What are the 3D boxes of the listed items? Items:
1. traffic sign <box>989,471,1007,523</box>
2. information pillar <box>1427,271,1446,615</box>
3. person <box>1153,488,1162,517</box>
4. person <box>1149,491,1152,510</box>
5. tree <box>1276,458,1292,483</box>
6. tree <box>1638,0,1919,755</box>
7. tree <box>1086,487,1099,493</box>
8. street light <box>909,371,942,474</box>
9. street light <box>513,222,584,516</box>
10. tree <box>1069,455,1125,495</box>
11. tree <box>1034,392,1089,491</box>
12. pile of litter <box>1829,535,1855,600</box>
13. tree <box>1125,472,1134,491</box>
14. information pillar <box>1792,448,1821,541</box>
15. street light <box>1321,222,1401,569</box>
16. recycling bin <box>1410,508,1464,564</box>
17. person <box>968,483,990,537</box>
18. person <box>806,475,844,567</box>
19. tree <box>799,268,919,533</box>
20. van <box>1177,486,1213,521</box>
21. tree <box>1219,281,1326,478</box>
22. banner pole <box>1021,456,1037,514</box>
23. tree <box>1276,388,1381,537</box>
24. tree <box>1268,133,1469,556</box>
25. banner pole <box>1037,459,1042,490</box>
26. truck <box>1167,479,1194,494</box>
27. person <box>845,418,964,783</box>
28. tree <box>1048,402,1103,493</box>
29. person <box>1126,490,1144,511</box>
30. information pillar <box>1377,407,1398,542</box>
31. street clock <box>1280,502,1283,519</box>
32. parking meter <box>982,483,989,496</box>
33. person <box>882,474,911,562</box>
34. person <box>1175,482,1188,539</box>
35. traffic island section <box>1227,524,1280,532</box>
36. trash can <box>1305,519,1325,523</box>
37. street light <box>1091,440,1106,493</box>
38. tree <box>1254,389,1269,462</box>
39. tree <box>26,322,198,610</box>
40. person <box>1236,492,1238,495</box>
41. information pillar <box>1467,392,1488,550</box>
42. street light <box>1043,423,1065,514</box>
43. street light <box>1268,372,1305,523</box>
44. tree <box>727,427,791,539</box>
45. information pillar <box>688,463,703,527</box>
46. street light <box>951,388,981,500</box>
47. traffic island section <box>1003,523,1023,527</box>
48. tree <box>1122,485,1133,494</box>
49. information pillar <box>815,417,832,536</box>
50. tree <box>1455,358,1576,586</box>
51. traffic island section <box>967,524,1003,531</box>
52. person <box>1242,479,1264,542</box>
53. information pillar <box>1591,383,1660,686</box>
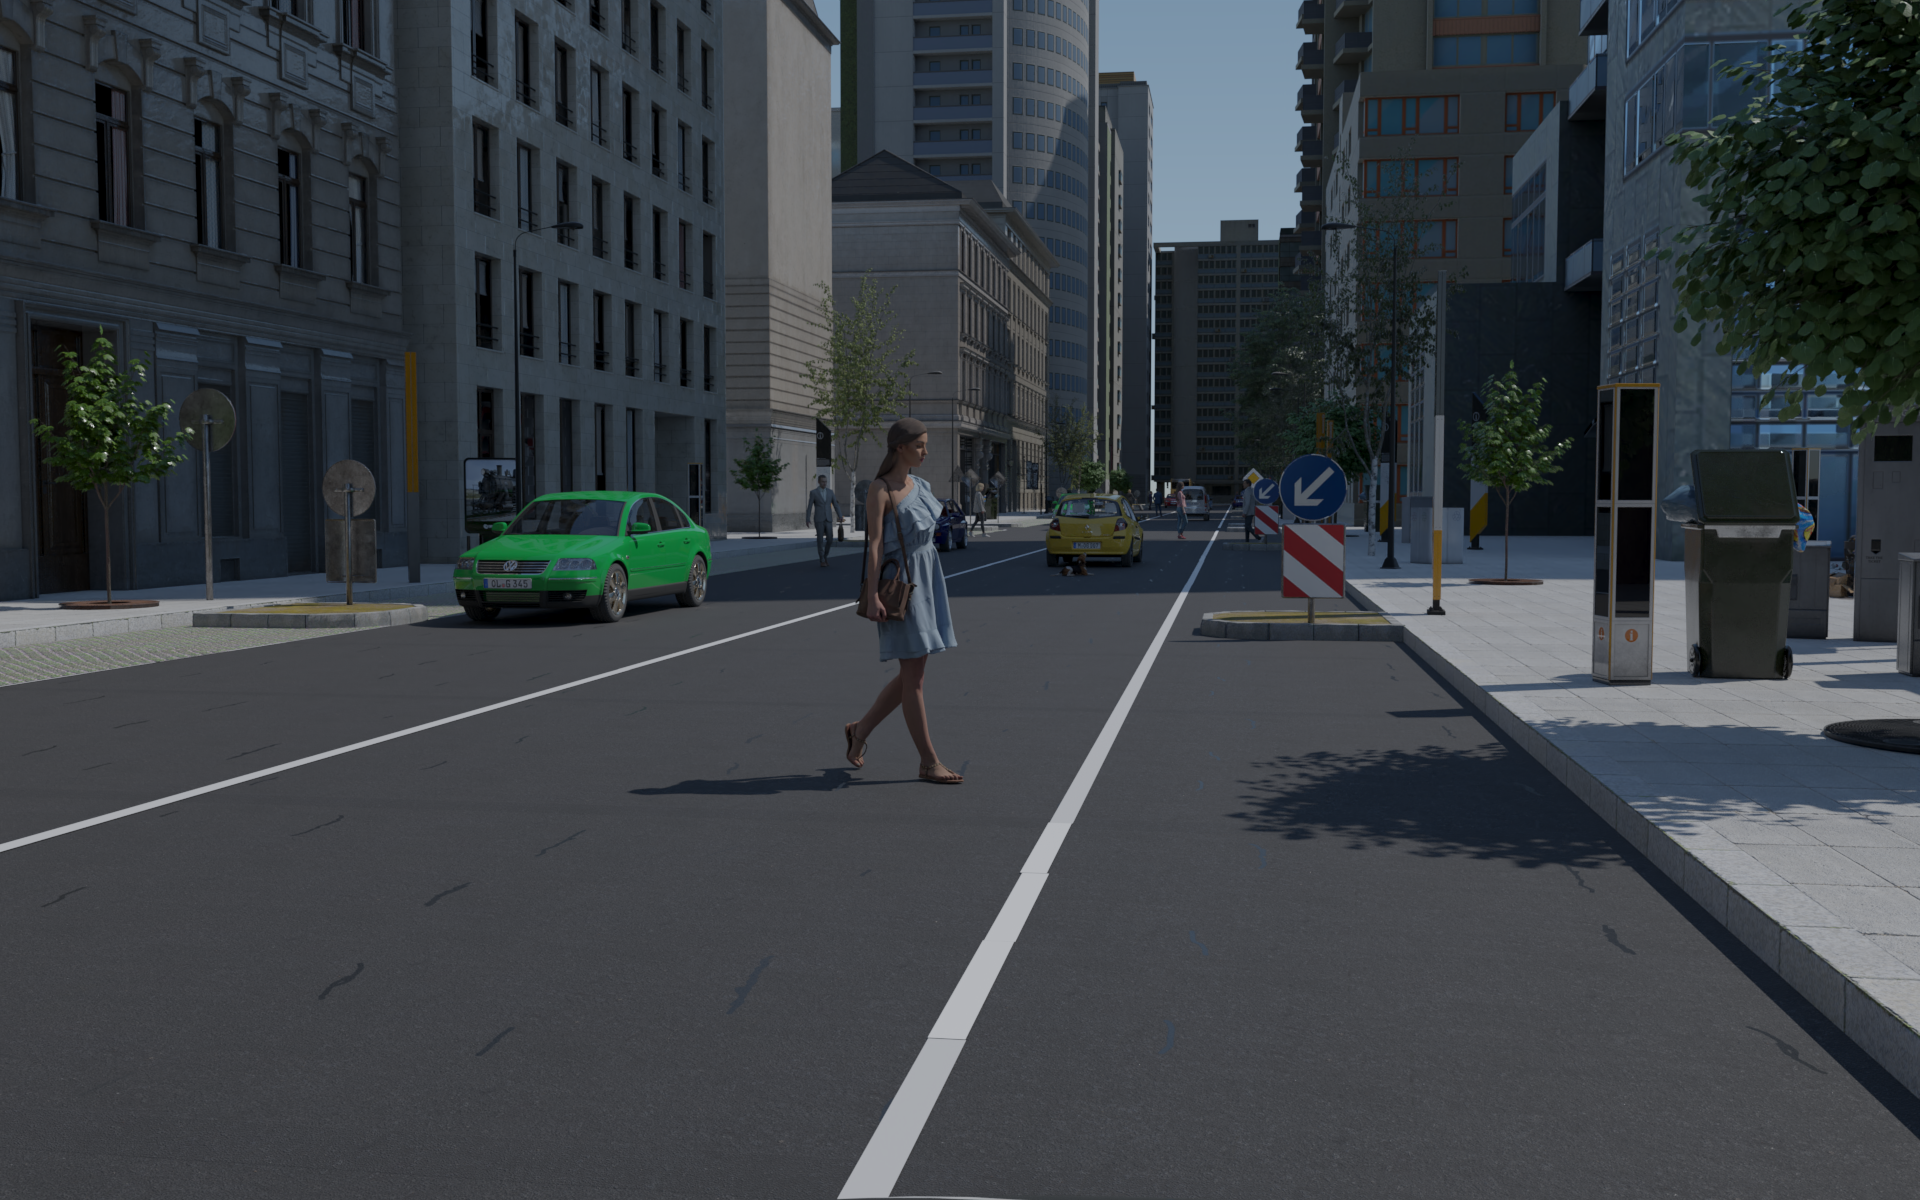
[{"bbox_3d":[1.676,-4.420,75.911,0.795,2.450,0.064,1,4,9],"label":"traffic sign"},{"bbox_3d":[5.102,-1.658,18.463,0.183,3.616,0.504,1,4,13],"label":"information pillar"},{"bbox_3d":[12.656,-6.236,110.633,0.721,1.800,0.419,0,4,-2],"label":"person"},{"bbox_3d":[17.131,-8.936,155.527,0.530,1.710,0.541,2,4,33],"label":"person"},{"bbox_3d":[17.756,-5.992,92.574,1.663,3.219,1.824,0,3,0],"label":"tree"},{"bbox_3d":[5.265,-1.530,8.733,4.285,4.588,4.351,0,3,0],"label":"tree"},{"bbox_3d":[12.158,-10.012,158.294,1.663,3.219,1.824,0,3,0],"label":"tree"},{"bbox_3d":[-1.364,-5.697,65.692,1.470,5.913,1.316,1,4,9],"label":"street light"},{"bbox_3d":[-7.105,-3.500,29.768,1.470,5.913,1.316,1,4,9],"label":"street light"},{"bbox_3d":[10.692,-9.885,145.332,4.285,4.588,4.351,0,3,0],"label":"tree"},{"bbox_3d":[7.377,-10.636,124.268,4.360,8.622,3.978,0,3,0],"label":"tree"},{"bbox_3d":[11.067,-0.477,21.764,1.176,0.858,1.719,3,5,40],"label":"pile of litter"},{"bbox_3d":[18.148,-13.136,198.480,4.285,4.588,4.351,0,3,0],"label":"tree"},{"bbox_3d":[13.553,-1.425,27.790,0.304,2.012,0.304,-2,4,-26],"label":"information pillar"},{"bbox_3d":[6.874,-3.497,29.713,1.470,5.913,1.316,1,4,9],"label":"street light"},{"bbox_3d":[8.814,-1.190,32.012,0.722,1.027,0.722,-1,4,-15],"label":"recycling bin"},{"bbox_3d":[0.627,-3.008,57.867,0.728,1.800,0.709,0,4,-3],"label":"person"},{"bbox_3d":[-2.669,-1.560,34.132,0.709,1.813,0.853,-2,4,-27],"label":"person"},{"bbox_3d":[-3.495,-6.547,57.413,4.737,8.622,4.395,0,3,0],"label":"tree"},{"bbox_3d":[12.663,-5.310,93.826,2.013,2.044,4.112,1,4,10],"label":"van"},{"bbox_3d":[20.605,-12.113,104.699,9.857,13.997,8.962,0,3,0],"label":"tree"},{"bbox_3d":[4.410,-7.580,113.943,0.863,3.779,0.401,-2,4,-33],"label":"banner pole"},{"bbox_3d":[11.271,-4.196,52.322,4.285,4.588,4.351,0,3,0],"label":"tree"},{"bbox_3d":[8.617,-5.248,36.167,4.360,8.622,3.978,0,3,0],"label":"tree"},{"bbox_3d":[5.454,-8.068,121.932,0.863,3.779,0.401,0,4,6],"label":"banner pole"},{"bbox_3d":[28.188,-13.755,220.825,3.469,3.379,9.791,1,4,9],"label":"truck"},{"bbox_3d":[-0.323,-0.006,8.699,0.778,1.811,0.616,3,4,37],"label":"person"},{"bbox_3d":[9.206,-11.465,137.814,4.737,8.622,4.395,0,3,0],"label":"tree"},{"bbox_3d":[14.617,-8.367,145.514,1.509,1.804,0.699,2,4,26],"label":"person"},{"bbox_3d":[11.391,-3.347,46.073,0.183,3.616,0.504,-3,4,-37],"label":"information pillar"},{"bbox_3d":[16.578,-5.155,88.857,0.358,2.002,0.471,3,5,43],"label":"street clock"},{"bbox_3d":[1.341,-5.265,91.786,0.255,1.863,0.399,2,4,35],"label":"parking meter"},{"bbox_3d":[-1.014,-1.401,31.501,0.778,1.811,0.616,-1,4,-15],"label":"person"},{"bbox_3d":[7.038,-2.844,55.003,0.388,1.821,0.555,-1,4,-16],"label":"person"},{"bbox_3d":[11.243,-2.696,66.356,2.009,0.180,2.903,1,4,9],"label":"traffic island section"},{"bbox_3d":[11.279,-2.652,55.018,0.748,1.137,0.748,0,3,0],"label":"trash can"},{"bbox_3d":[11.831,-10.773,148.681,1.470,5.913,1.316,1,4,9],"label":"street light"},{"bbox_3d":[15.945,-8.061,82.158,4.360,8.622,3.978,0,3,0],"label":"tree"},{"bbox_3d":[-9.705,-1.520,19.447,1.663,3.219,1.824,0,3,0],"label":"tree"},{"bbox_3d":[35.161,-12.868,219.443,0.434,1.755,0.990,1,4,12],"label":"person"},{"bbox_3d":[11.914,-2.960,39.750,0.183,3.616,0.504,-2,4,-26],"label":"information pillar"},{"bbox_3d":[6.159,-8.575,112.747,1.470,5.913,1.316,1,4,9],"label":"street light"},{"bbox_3d":[12.557,-5.717,66.020,1.470,5.913,1.316,1,4,9],"label":"street light"},{"bbox_3d":[-5.815,-3.375,49.785,1.663,3.219,1.824,0,3,0],"label":"tree"},{"bbox_3d":[-6.232,-2.223,40.840,0.304,2.012,0.304,0,4,4],"label":"information pillar"},{"bbox_3d":[0.209,-6.325,75.962,1.470,5.913,1.316,1,4,9],"label":"street light"},{"bbox_3d":[1.652,-3.284,75.976,2.009,0.180,2.903,1,4,9],"label":"traffic island section"},{"bbox_3d":[19.730,-12.848,204.670,1.663,3.219,1.824,0,3,0],"label":"tree"},{"bbox_3d":[-4.170,-3.764,52.894,0.504,3.616,0.183,1,4,19],"label":"information pillar"},{"bbox_3d":[7.950,-1.842,24.717,1.663,3.219,1.824,0,3,0],"label":"tree"},{"bbox_3d":[0.390,-2.802,68.091,2.009,0.180,2.903,1,4,9],"label":"traffic island section"},{"bbox_3d":[7.876,-2.346,46.708,0.795,1.843,0.661,2,4,29],"label":"person"},{"bbox_3d":[4.485,-0.440,11.685,0.304,2.012,0.304,0,4,-2],"label":"information pillar"}]
